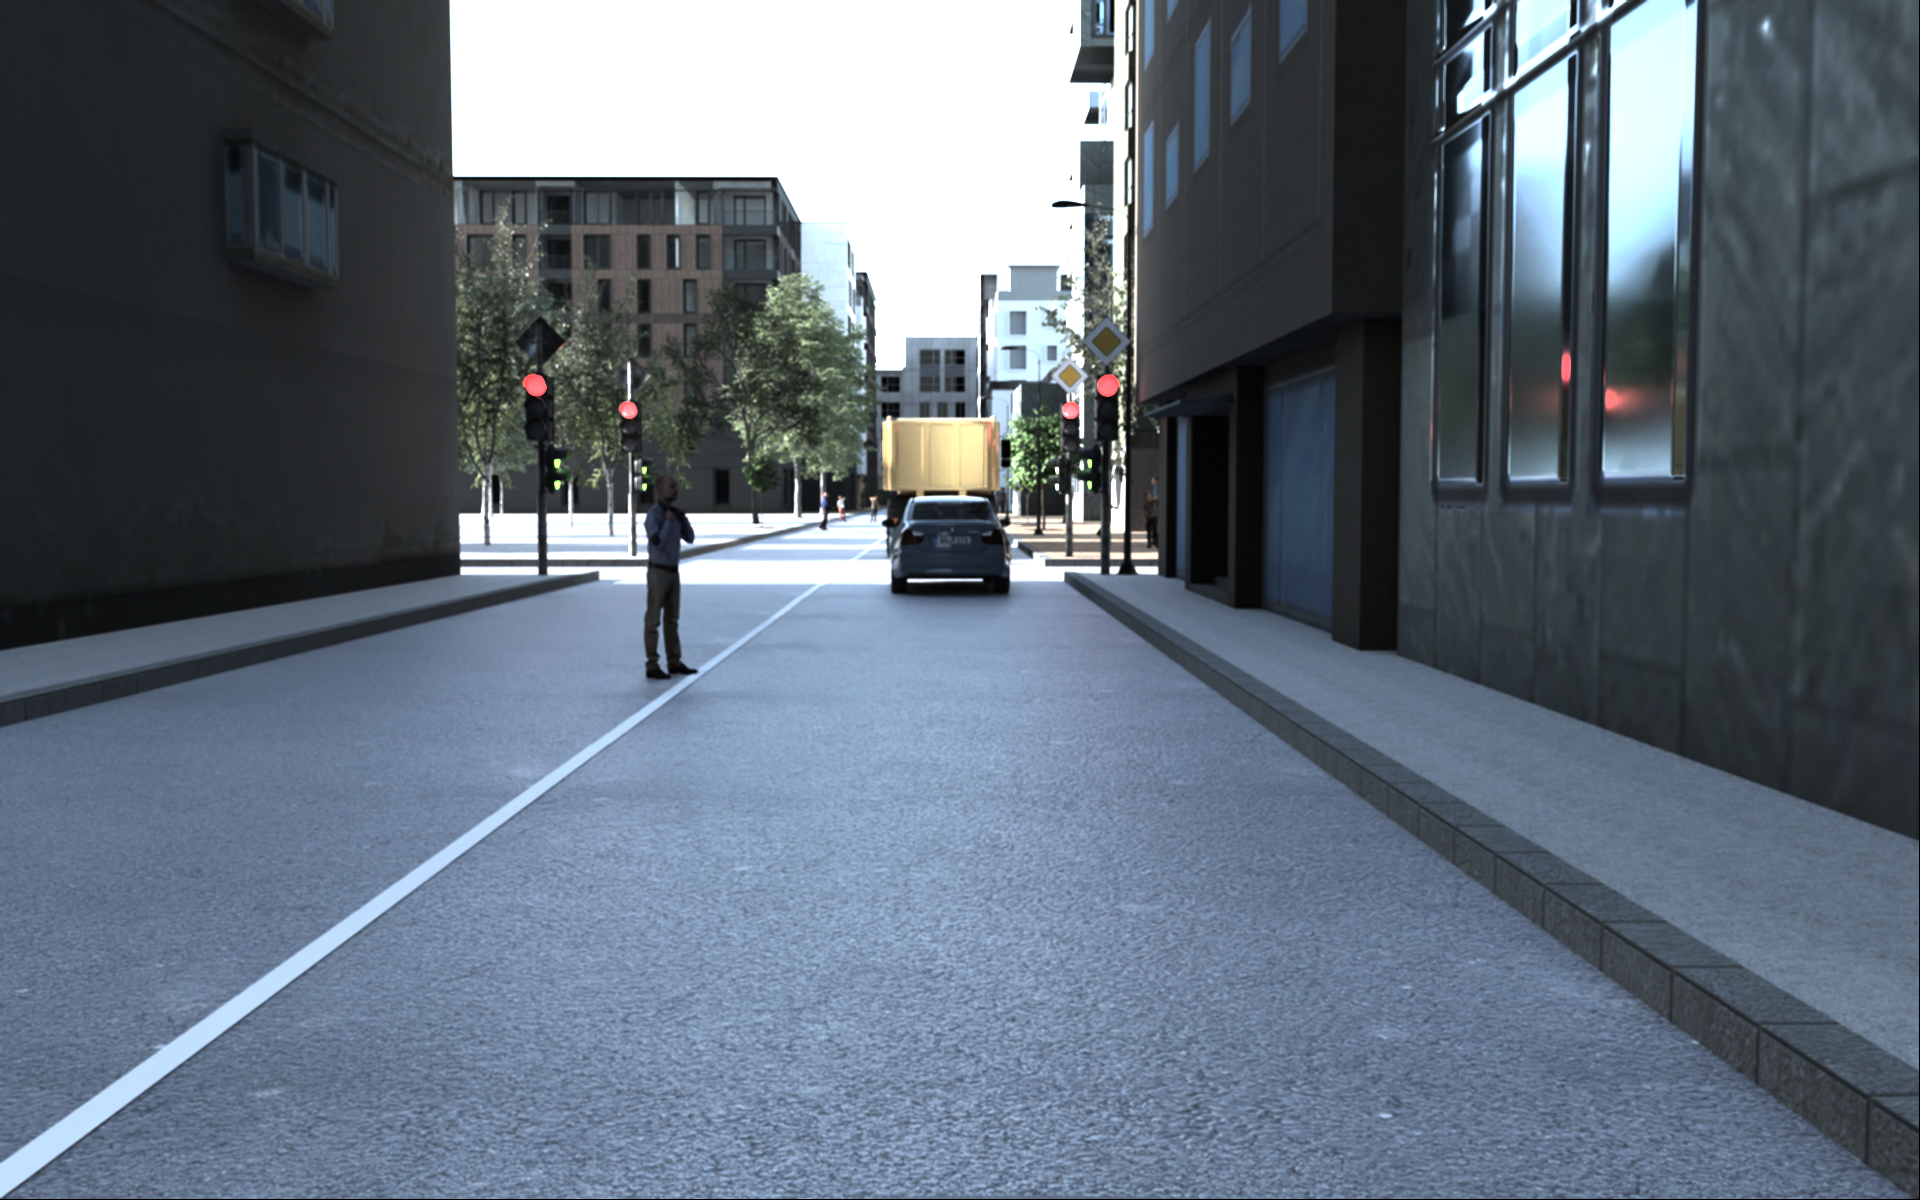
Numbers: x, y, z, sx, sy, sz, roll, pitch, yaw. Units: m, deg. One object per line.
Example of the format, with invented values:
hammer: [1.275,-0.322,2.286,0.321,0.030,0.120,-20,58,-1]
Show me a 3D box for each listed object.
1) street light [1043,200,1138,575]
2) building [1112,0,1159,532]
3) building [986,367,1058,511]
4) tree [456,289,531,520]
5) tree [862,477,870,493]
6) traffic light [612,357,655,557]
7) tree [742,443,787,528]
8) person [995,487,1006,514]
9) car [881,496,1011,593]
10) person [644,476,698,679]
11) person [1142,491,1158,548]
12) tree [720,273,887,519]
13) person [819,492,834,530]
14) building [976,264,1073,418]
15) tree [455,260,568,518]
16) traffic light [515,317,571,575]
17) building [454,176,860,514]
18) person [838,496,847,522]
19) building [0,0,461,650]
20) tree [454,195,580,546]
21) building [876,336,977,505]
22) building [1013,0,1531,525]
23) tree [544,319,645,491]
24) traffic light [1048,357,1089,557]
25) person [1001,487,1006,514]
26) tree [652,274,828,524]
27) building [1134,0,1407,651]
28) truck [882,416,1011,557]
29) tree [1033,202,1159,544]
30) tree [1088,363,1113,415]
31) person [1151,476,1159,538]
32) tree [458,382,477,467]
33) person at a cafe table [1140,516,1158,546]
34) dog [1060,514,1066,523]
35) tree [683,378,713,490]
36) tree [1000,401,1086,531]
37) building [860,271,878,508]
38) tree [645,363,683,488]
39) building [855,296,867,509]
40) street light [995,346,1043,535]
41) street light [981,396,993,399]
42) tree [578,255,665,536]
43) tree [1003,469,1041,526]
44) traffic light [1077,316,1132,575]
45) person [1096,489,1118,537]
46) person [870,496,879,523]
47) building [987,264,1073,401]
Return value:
street light: [2.137,-3.363,27.530,1.470,5.913,1.316,0,4,-1]
building: [12.569,-17.920,64.696,14.160,30.474,14.107,0,4,-1]
building: [6.797,-11.419,128.846,9.099,9.664,28.070,0,4,-1]
tree: [-18.060,-6.790,61.382,4.737,8.622,4.395,0,3,0]
tree: [-9.278,-10.010,158.271,1.663,3.219,1.824,0,3,0]
traffic light: [-6.693,-2.845,35.433,0.839,4.253,0.868,0,4,-1]
tree: [-7.345,-4.323,65.276,1.663,3.219,1.824,0,3,0]
person: [2.629,-6.479,112.521,0.990,1.755,0.434,-1,4,-23]
car: [-0.195,-0.882,26.429,2.014,1.417,4.499,0,4,-2]
person: [-2.285,-0.186,13.597,0.319,1.574,0.516,2,4,30]
person: [4.547,-1.896,40.953,0.435,1.345,0.340,0,4,-3]
tree: [-8.741,-10.471,89.324,7.486,12.596,7.792,0,3,0]
person: [-5.289,-3.524,68.816,0.600,1.496,0.574,0,4,4]
building: [15.533,-19.981,170.656,27.936,21.610,32.646,0,4,-1]
tree: [-25.987,-11.487,94.468,9.857,13.997,8.962,0,3,0]
traffic light: [-6.621,-2.356,27.448,0.839,4.253,0.868,0,4,-1]
building: [-22.389,-17.364,127.875,27.936,21.610,32.646,0,4,-1]
person: [-6.019,-4.669,88.753,0.340,1.345,0.435,3,5,41]
building: [-18.392,-23.963,15.500,21.600,48.544,21.300,0,4,-1]
tree: [-11.851,-5.679,43.214,4.360,8.622,3.978,0,3,0]
building: [-6.257,-20.552,202.482,31.486,18.905,16.747,0,4,-1]
building: [14.730,-47.757,93.503,22.319,86.520,31.000,0,4,-1]
tree: [-16.384,-7.554,73.870,4.737,8.622,4.395,0,3,0]
traffic light: [2.227,-2.851,35.529,0.839,4.253,0.868,0,4,-1]
person: [2.978,-6.564,114.183,0.721,1.723,1.217,1,4,11]
tree: [-9.068,-8.542,74.073,7.601,10.594,8.767,1,4,14]
building: [9.760,-22.596,19.553,14.600,45.320,14.200,0,4,-1]
truck: [-0.386,-2.870,42.850,3.469,3.379,9.791,0,4,0]
tree: [4.074,-5.765,44.625,4.360,8.622,3.978,0,3,0]
tree: [9.739,-8.676,76.263,8.767,10.594,7.601,1,4,10]
person: [5.706,-2.705,50.401,0.434,1.807,0.598,2,4,34]
tree: [-26.004,-9.749,76.407,9.611,12.733,9.660,0,3,0]
person at a cafe table: [5.400,-2.120,43.172,1.698,1.524,1.622,0,4,1]
dog: [4.570,-3.605,76.682,0.550,0.427,0.748,3,5,43]
tree: [-16.102,-8.984,97.255,4.737,8.622,4.395,0,3,0]
tree: [2.980,-4.736,61.141,4.285,4.588,4.351,0,3,0]
building: [-24.930,-20.118,172.911,32.646,21.610,27.936,0,4,-1]
tree: [-16.576,-8.089,82.623,4.737,8.622,4.395,0,3,0]
building: [-16.068,-17.953,149.952,16.016,20.091,11.380,0,4,-1]
street light: [1.939,-5.010,54.449,1.470,5.913,1.316,0,4,-1]
street light: [1.717,-6.729,82.560,1.470,5.913,1.316,0,4,-1]
tree: [-10.778,-6.281,53.049,4.360,8.622,3.978,0,3,0]
tree: [2.792,-4.590,69.652,1.663,3.219,1.824,0,3,0]
traffic light: [2.300,-2.362,27.544,0.839,4.253,0.868,0,4,-1]
person: [4.380,-2.587,51.034,0.600,1.496,0.574,2,4,24]
person: [-4.254,-4.476,85.593,0.435,1.345,0.340,-1,4,-9]
building: [10.336,-17.856,148.365,16.016,20.091,11.380,0,4,-1]
